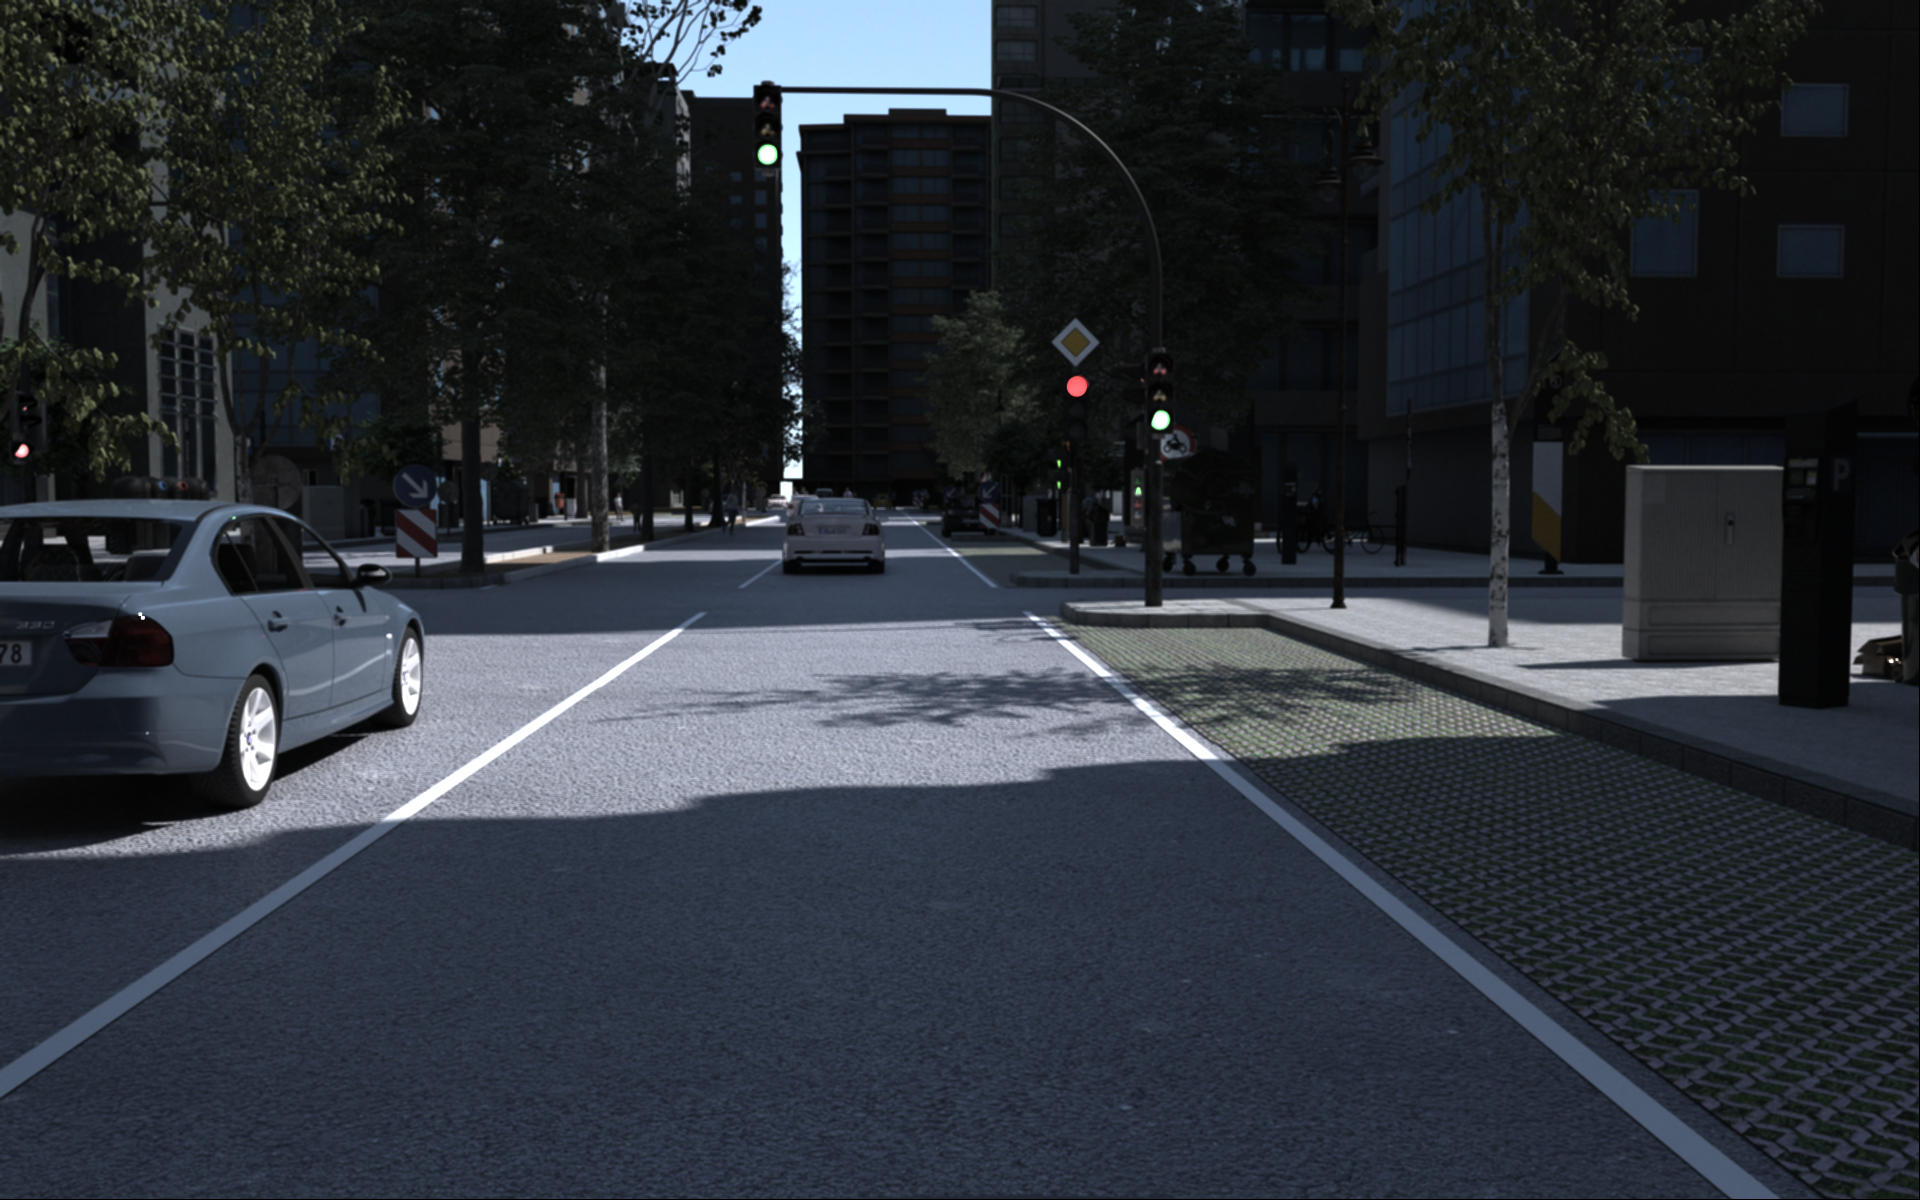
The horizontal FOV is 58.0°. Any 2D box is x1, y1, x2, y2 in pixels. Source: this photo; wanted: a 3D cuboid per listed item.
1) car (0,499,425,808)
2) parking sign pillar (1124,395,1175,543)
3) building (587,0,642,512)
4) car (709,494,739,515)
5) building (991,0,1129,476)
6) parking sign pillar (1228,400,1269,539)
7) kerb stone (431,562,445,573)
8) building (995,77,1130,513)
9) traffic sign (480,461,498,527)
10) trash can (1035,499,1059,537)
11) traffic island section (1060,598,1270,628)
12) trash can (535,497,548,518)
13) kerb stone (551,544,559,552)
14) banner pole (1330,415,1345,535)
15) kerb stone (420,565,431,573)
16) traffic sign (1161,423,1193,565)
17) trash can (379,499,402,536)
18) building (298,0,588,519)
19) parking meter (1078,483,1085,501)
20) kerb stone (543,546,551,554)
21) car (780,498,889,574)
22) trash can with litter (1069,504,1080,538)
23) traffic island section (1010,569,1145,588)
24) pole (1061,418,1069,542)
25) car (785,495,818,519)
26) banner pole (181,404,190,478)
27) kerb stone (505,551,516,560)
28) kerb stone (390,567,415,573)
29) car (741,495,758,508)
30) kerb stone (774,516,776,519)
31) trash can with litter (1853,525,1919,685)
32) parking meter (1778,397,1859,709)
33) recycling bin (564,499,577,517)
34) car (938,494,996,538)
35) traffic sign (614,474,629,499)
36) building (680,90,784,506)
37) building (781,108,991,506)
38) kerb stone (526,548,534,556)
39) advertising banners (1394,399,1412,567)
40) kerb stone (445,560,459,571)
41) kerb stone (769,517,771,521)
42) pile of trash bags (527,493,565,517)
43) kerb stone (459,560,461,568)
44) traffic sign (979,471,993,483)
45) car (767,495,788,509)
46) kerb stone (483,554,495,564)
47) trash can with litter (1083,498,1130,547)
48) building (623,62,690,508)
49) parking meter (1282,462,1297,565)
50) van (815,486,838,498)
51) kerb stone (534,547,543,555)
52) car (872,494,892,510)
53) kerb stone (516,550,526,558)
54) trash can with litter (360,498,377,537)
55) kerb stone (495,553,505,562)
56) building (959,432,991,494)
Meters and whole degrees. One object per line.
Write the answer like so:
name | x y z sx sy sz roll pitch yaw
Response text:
car | -4.155 0.175 9.143 2.014 1.417 4.499 0 4 -3
parking sign pillar | 5.032 -3.506 45.803 1.447 3.967 1.447 1 4 17
building | -36.920 -31.231 130.242 23.786 49.044 30.456 0 4 -3
car | -16.349 -6.616 120.173 2.014 1.417 4.499 0 4 -1
building | 9.371 -27.776 137.734 14.154 41.232 14.086 0 4 -3
parking sign pillar | 8.266 -3.782 50.310 1.447 3.967 1.447 -1 4 -20
kerb stone | -9.569 -0.563 31.402 0.120 0.150 1.000 0 4 -3
building | 9.394 -21.544 123.943 14.160 30.474 14.107 0 4 -3
traffic sign | -18.405 -4.123 67.525 0.768 2.556 0.104 0 4 1
trash can | 2.624 -2.480 52.199 0.748 1.137 0.748 0 3 0
traffic island section | 2.226 0.151 19.815 2.009 0.180 2.903 0 4 -3
trash can | -22.057 -4.868 91.241 0.748 1.137 0.748 0 3 0
kerb stone | -10.088 -1.252 42.658 0.120 0.150 1.000 0 4 -3
banner pole | 11.800 -3.898 53.753 0.401 3.779 0.863 0 4 -6
kerb stone | -9.522 -0.500 30.373 0.120 0.150 1.000 0 4 -3
traffic sign | 3.881 -1.911 31.344 0.768 2.556 0.104 0 4 3
trash can | -17.419 -2.531 53.040 0.748 1.137 0.748 0 3 0
building | -31.254 -28.008 108.038 14.600 45.320 14.200 0 4 -3
parking meter | 5.363 -4.379 77.301 0.399 1.863 0.255 3 5 43
kerb stone | -10.039 -1.189 41.632 0.120 0.150 1.000 0 4 -3
car | -2.374 -1.241 32.657 2.083 1.381 4.827 0 4 -4
trash can with litter | 3.600 -2.385 50.388 0.624 1.170 1.055 3 5 44
traffic island section | 1.857 -0.337 27.791 2.009 0.180 2.903 0 4 -3
pole | 2.790 -3.183 45.887 0.158 3.312 0.155 0 3 0
car | -7.907 -4.652 88.418 2.083 1.381 4.827 0 4 -4
banner pole | -21.326 -3.532 47.766 0.401 3.779 0.863 -3 4 -36
kerb stone | -9.849 -0.939 37.545 0.120 0.150 1.000 0 4 -3
kerb stone | -9.480 -0.436 29.339 0.120 0.150 1.000 0 4 -3
car | -21.189 -9.967 175.534 1.945 1.354 3.894 0 4 -3
kerb stone | -10.449 -4.511 95.953 0.120 0.150 1.000 0 4 -3
trash can with litter | 6.508 -0.027 11.828 0.624 1.170 1.055 0 4 -5
parking meter | 5.167 -0.289 10.438 0.399 1.863 0.255 -2 4 -31
recycling bin | -21.628 -5.150 96.755 0.722 1.027 0.722 2 4 24
car | 0.264 -2.959 58.163 2.009 1.686 4.222 0 4 -2
traffic sign | -19.821 -6.203 101.425 0.884 2.594 0.081 0 4 -1
building | -27.380 -33.366 195.643 14.200 45.320 14.600 0 4 -3
building | -5.618 -33.336 199.665 28.867 44.769 22.147 0 4 -3
kerb stone | -9.946 -1.064 39.587 0.120 0.150 1.000 0 4 -3
advertising banners | 8.035 -2.150 31.336 0.090 3.025 2.074 1 4 21
kerb stone | -9.614 -0.626 32.423 0.120 0.150 1.000 0 4 -3
kerb stone | -10.260 -4.261 91.861 0.120 0.150 1.000 0 4 -3
pile of trash bags | -24.075 -5.497 99.620 1.912 1.369 3.447 2 4 31
kerb stone | -9.659 -0.688 33.448 0.120 0.150 1.000 0 4 -3
traffic sign | 1.352 -5.201 85.040 0.884 2.594 0.081 0 4 6
car | -17.802 -9.588 169.125 2.083 1.381 4.827 0 4 -3
kerb stone | -9.759 -0.812 35.503 0.120 0.150 1.000 0 4 -3
trash can with litter | 3.627 -1.893 42.341 1.055 1.170 0.624 0 4 1
building | -33.266 -29.555 166.820 14.086 41.232 14.154 0 4 -3
parking meter | 6.007 -1.582 31.577 0.255 1.863 0.399 1 4 9
van | -10.513 -7.796 134.483 2.013 2.044 4.112 0 4 -4
kerb stone | -9.997 -1.126 40.608 0.120 0.150 1.000 0 4 -3
car | -7.094 -9.127 159.458 2.015 1.641 3.980 0 4 -2
kerb stone | -9.893 -1.001 38.567 0.120 0.150 1.000 0 4 -3
trash can with litter | -17.848 -2.466 51.699 0.624 1.170 1.055 -3 5 -42
kerb stone | -9.809 -0.876 36.524 0.120 0.150 1.000 0 4 -3
building | 11.767 -51.781 159.297 22.319 86.520 31.000 0 4 -3
